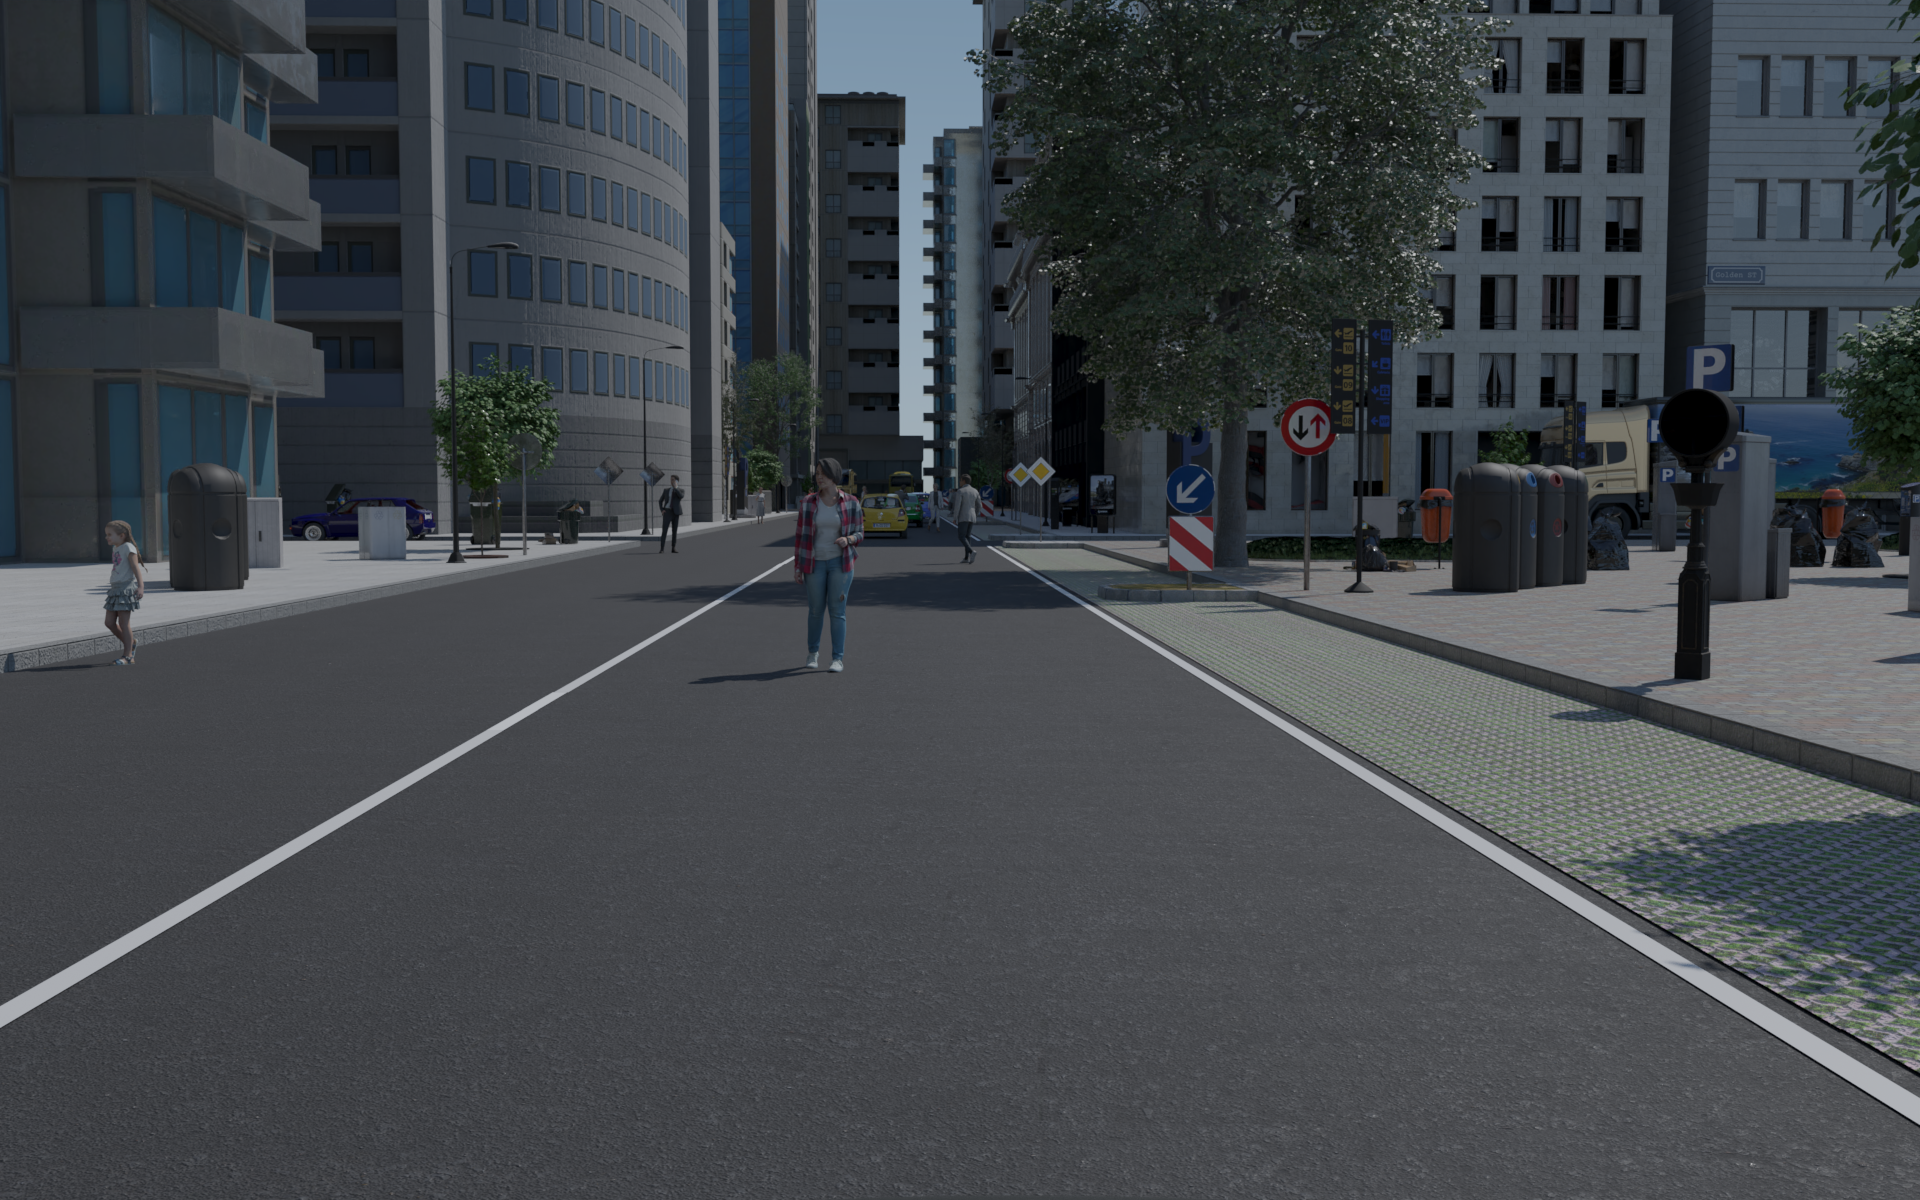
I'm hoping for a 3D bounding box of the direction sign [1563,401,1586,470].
[{"bbox_3d":[14.990,-3.076,42.294,0.876,3.537,0.379,-3,4,-36],"label":"direction sign"}]

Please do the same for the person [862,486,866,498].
[{"bbox_3d":[-5.036,-5.022,90.496,0.818,1.842,0.514,-1,4,-15],"label":"person"}]

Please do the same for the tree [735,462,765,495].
[{"bbox_3d":[-12.344,-6.578,102.153,1.663,3.219,1.824,0,3,0],"label":"tree"}]

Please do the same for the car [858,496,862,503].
[{"bbox_3d":[-9.702,-10.498,181.873,2.015,1.641,3.980,0,4,-3],"label":"car"}]

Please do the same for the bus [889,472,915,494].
[{"bbox_3d":[-6.422,-12.206,191.114,2.896,3.916,12.252,0,4,-1],"label":"bus"}]

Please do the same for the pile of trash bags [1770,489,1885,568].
[{"bbox_3d":[15.899,-1.344,31.724,1.912,1.369,3.447,2,4,29],"label":"pile of trash bags"}]

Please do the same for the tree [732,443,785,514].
[{"bbox_3d":[-12.916,-7.789,111.070,4.285,4.588,4.351,0,3,0],"label":"tree"}]

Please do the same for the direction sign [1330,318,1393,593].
[{"bbox_3d":[5.208,-1.866,22.510,0.876,3.537,0.379,-1,4,-16],"label":"direction sign"}]

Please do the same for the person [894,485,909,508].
[{"bbox_3d":[-2.355,-3.693,69.054,0.592,1.802,0.473,3,5,39],"label":"person"}]

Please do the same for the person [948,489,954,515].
[{"bbox_3d":[-0.538,-6.283,111.711,0.515,1.767,0.782,0,4,8],"label":"person"}]

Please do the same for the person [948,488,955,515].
[{"bbox_3d":[-0.500,-6.677,117.767,0.767,1.812,0.694,0,4,-7],"label":"person"}]

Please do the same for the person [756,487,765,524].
[{"bbox_3d":[-9.505,-4.498,82.606,0.480,1.755,0.524,-2,4,-26],"label":"person"}]

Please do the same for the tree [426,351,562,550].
[{"bbox_3d":[-10.689,-3.444,40.016,4.285,4.588,4.351,0,3,0],"label":"tree"}]

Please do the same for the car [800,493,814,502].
[{"bbox_3d":[-7.658,-5.228,94.522,2.155,1.783,4.494,0,4,-4],"label":"car"}]

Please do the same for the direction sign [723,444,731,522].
[{"bbox_3d":[-10.603,-5.305,78.732,0.379,3.537,0.876,0,4,3],"label":"direction sign"}]

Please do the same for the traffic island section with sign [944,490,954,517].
[{"bbox_3d":[0.201,-6.020,107.062,1.989,1.847,2.006,0,4,-2],"label":"traffic island section with sign"}]

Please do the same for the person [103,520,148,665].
[{"bbox_3d":[-6.965,-0.064,14.561,0.505,1.210,0.382,3,4,36],"label":"person"}]

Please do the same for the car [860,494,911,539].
[{"bbox_3d":[-2.601,-2.860,56.978,2.015,1.641,3.980,0,4,-3],"label":"car"}]

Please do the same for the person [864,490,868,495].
[{"bbox_3d":[-4.208,-4.128,77.804,0.330,1.601,0.589,0,4,3],"label":"person"}]

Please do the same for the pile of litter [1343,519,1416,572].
[{"bbox_3d":[7.085,-0.931,29.195,1.176,0.858,1.719,0,4,6],"label":"pile of litter"}]

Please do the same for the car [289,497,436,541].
[{"bbox_3d":[-17.484,-2.334,50.748,3.894,1.354,1.945,0,4,-3],"label":"car"}]

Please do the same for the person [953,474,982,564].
[{"bbox_3d":[0.186,-1.675,35.734,0.661,1.843,0.795,-3,4,-36],"label":"person"}]

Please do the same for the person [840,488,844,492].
[{"bbox_3d":[-6.828,-5.621,100.748,0.721,1.781,0.623,1,4,11],"label":"person"}]

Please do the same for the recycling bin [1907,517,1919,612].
[{"bbox_3d":[10.780,-0.376,18.708,0.722,1.027,0.722,0,4,2],"label":"recycling bin"}]

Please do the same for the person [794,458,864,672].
[{"bbox_3d":[-1.062,-0.290,14.077,0.563,1.720,0.643,0,4,3],"label":"person"}]

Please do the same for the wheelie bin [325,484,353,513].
[{"bbox_3d":[-19.093,-2.778,53.336,0.980,1.594,0.693,3,5,42],"label":"wheelie bin"}]

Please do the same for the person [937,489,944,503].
[{"bbox_3d":[-1.508,-6.744,119.043,0.678,1.792,0.850,-2,4,-30],"label":"person"}]

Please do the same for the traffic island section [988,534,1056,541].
[{"bbox_3d":[1.923,-1.966,54.424,2.009,0.180,2.903,0,4,-2],"label":"traffic island section"}]

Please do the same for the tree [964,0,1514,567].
[{"bbox_3d":[4.796,-7.573,30.481,9.857,13.997,8.962,0,3,0],"label":"tree"}]

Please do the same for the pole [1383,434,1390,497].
[{"bbox_3d":[13.624,-3.765,55.398,0.158,3.312,0.155,0,3,0],"label":"pole"}]

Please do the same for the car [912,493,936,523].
[{"bbox_3d":[-2.007,-4.687,86.216,1.945,1.707,3.694,0,4,-2],"label":"car"}]

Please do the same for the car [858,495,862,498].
[{"bbox_3d":[-11.314,-11.511,200.776,1.945,1.354,3.894,0,4,0],"label":"car"}]

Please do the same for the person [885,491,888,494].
[{"bbox_3d":[-6.888,-9.185,159.195,0.721,1.766,1.217,-2,4,-24],"label":"person"}]

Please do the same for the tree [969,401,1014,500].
[{"bbox_3d":[2.486,-11.336,135.702,4.360,8.622,3.978,0,3,0],"label":"tree"}]

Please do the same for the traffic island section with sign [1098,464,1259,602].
[{"bbox_3d":[2.935,-0.928,23.807,1.989,1.847,2.006,0,4,-2],"label":"traffic island section with sign"}]

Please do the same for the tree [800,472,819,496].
[{"bbox_3d":[-13.142,-9.555,150.830,1.663,3.219,1.824,0,3,0],"label":"tree"}]

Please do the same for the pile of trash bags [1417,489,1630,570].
[{"bbox_3d":[9.616,-1.230,29.865,3.447,1.369,1.912,0,3,0],"label":"pile of trash bags"}]

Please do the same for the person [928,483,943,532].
[{"bbox_3d":[-0.952,-3.494,65.501,0.514,1.842,0.818,-2,4,-28],"label":"person"}]

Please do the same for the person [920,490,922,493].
[{"bbox_3d":[-3.897,-10.197,175.088,0.709,1.838,0.599,1,4,14],"label":"person"}]

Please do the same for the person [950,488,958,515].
[{"bbox_3d":[-0.270,-6.119,108.812,0.850,1.792,0.678,-2,4,-31],"label":"person"}]

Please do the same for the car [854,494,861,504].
[{"bbox_3d":[-12.186,-11.426,196.604,2.009,1.686,4.222,0,4,-2],"label":"car"}]

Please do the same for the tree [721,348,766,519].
[{"bbox_3d":[-11.874,-8.396,87.629,4.360,8.622,3.978,0,3,0],"label":"tree"}]

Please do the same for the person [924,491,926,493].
[{"bbox_3d":[-3.926,-11.677,200.131,1.217,1.735,0.721,3,5,44],"label":"person"}]

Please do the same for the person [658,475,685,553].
[{"bbox_3d":[-6.989,-2.088,42.008,0.648,1.900,0.474,-1,4,-13],"label":"person"}]

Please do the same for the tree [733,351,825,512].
[{"bbox_3d":[-13.300,-12.164,124.642,9.928,11.665,9.643,0,3,0],"label":"tree"}]

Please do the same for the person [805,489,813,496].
[{"bbox_3d":[-8.952,-5.732,102.793,0.524,1.755,0.480,0,4,2],"label":"person"}]

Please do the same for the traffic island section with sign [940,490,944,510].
[{"bbox_3d":[-2.299,-10.676,183.178,1.989,1.847,2.006,0,4,-2],"label":"traffic island section with sign"}]

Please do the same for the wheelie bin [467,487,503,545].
[{"bbox_3d":[-12.071,-2.211,44.056,0.980,1.594,0.693,1,4,12],"label":"wheelie bin"}]

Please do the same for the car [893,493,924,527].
[{"bbox_3d":[-2.520,-4.091,75.680,1.959,1.807,4.718,0,4,-2],"label":"car"}]

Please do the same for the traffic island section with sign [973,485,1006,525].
[{"bbox_3d":[1.092,-4.357,79.869,1.989,1.847,2.006,0,4,-2],"label":"traffic island section with sign"}]

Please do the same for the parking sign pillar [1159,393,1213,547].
[{"bbox_3d":[5.583,-3.279,42.085,1.447,3.967,1.447,-3,5,-45],"label":"parking sign pillar"}]

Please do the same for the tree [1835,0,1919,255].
[{"bbox_3d":[5.666,-1.456,7.518,4.285,4.588,4.351,0,3,0],"label":"tree"}]

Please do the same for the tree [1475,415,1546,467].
[{"bbox_3d":[13.385,-2.893,41.895,1.663,3.219,1.824,0,3,0],"label":"tree"}]

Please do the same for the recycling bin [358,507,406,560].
[{"bbox_3d":[-11.384,-1.320,34.128,0.722,1.027,0.722,-3,4,-37],"label":"recycling bin"}]

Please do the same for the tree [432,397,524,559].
[{"bbox_3d":[-9.727,-2.450,34.665,1.663,3.219,1.824,0,3,0],"label":"tree"}]

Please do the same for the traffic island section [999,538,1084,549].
[{"bbox_3d":[2.186,-1.478,46.443,2.009,0.180,2.903,0,4,-2],"label":"traffic island section"}]

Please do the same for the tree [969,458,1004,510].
[{"bbox_3d":[2.169,-9.752,143.154,4.285,4.588,4.351,0,3,0],"label":"tree"}]
